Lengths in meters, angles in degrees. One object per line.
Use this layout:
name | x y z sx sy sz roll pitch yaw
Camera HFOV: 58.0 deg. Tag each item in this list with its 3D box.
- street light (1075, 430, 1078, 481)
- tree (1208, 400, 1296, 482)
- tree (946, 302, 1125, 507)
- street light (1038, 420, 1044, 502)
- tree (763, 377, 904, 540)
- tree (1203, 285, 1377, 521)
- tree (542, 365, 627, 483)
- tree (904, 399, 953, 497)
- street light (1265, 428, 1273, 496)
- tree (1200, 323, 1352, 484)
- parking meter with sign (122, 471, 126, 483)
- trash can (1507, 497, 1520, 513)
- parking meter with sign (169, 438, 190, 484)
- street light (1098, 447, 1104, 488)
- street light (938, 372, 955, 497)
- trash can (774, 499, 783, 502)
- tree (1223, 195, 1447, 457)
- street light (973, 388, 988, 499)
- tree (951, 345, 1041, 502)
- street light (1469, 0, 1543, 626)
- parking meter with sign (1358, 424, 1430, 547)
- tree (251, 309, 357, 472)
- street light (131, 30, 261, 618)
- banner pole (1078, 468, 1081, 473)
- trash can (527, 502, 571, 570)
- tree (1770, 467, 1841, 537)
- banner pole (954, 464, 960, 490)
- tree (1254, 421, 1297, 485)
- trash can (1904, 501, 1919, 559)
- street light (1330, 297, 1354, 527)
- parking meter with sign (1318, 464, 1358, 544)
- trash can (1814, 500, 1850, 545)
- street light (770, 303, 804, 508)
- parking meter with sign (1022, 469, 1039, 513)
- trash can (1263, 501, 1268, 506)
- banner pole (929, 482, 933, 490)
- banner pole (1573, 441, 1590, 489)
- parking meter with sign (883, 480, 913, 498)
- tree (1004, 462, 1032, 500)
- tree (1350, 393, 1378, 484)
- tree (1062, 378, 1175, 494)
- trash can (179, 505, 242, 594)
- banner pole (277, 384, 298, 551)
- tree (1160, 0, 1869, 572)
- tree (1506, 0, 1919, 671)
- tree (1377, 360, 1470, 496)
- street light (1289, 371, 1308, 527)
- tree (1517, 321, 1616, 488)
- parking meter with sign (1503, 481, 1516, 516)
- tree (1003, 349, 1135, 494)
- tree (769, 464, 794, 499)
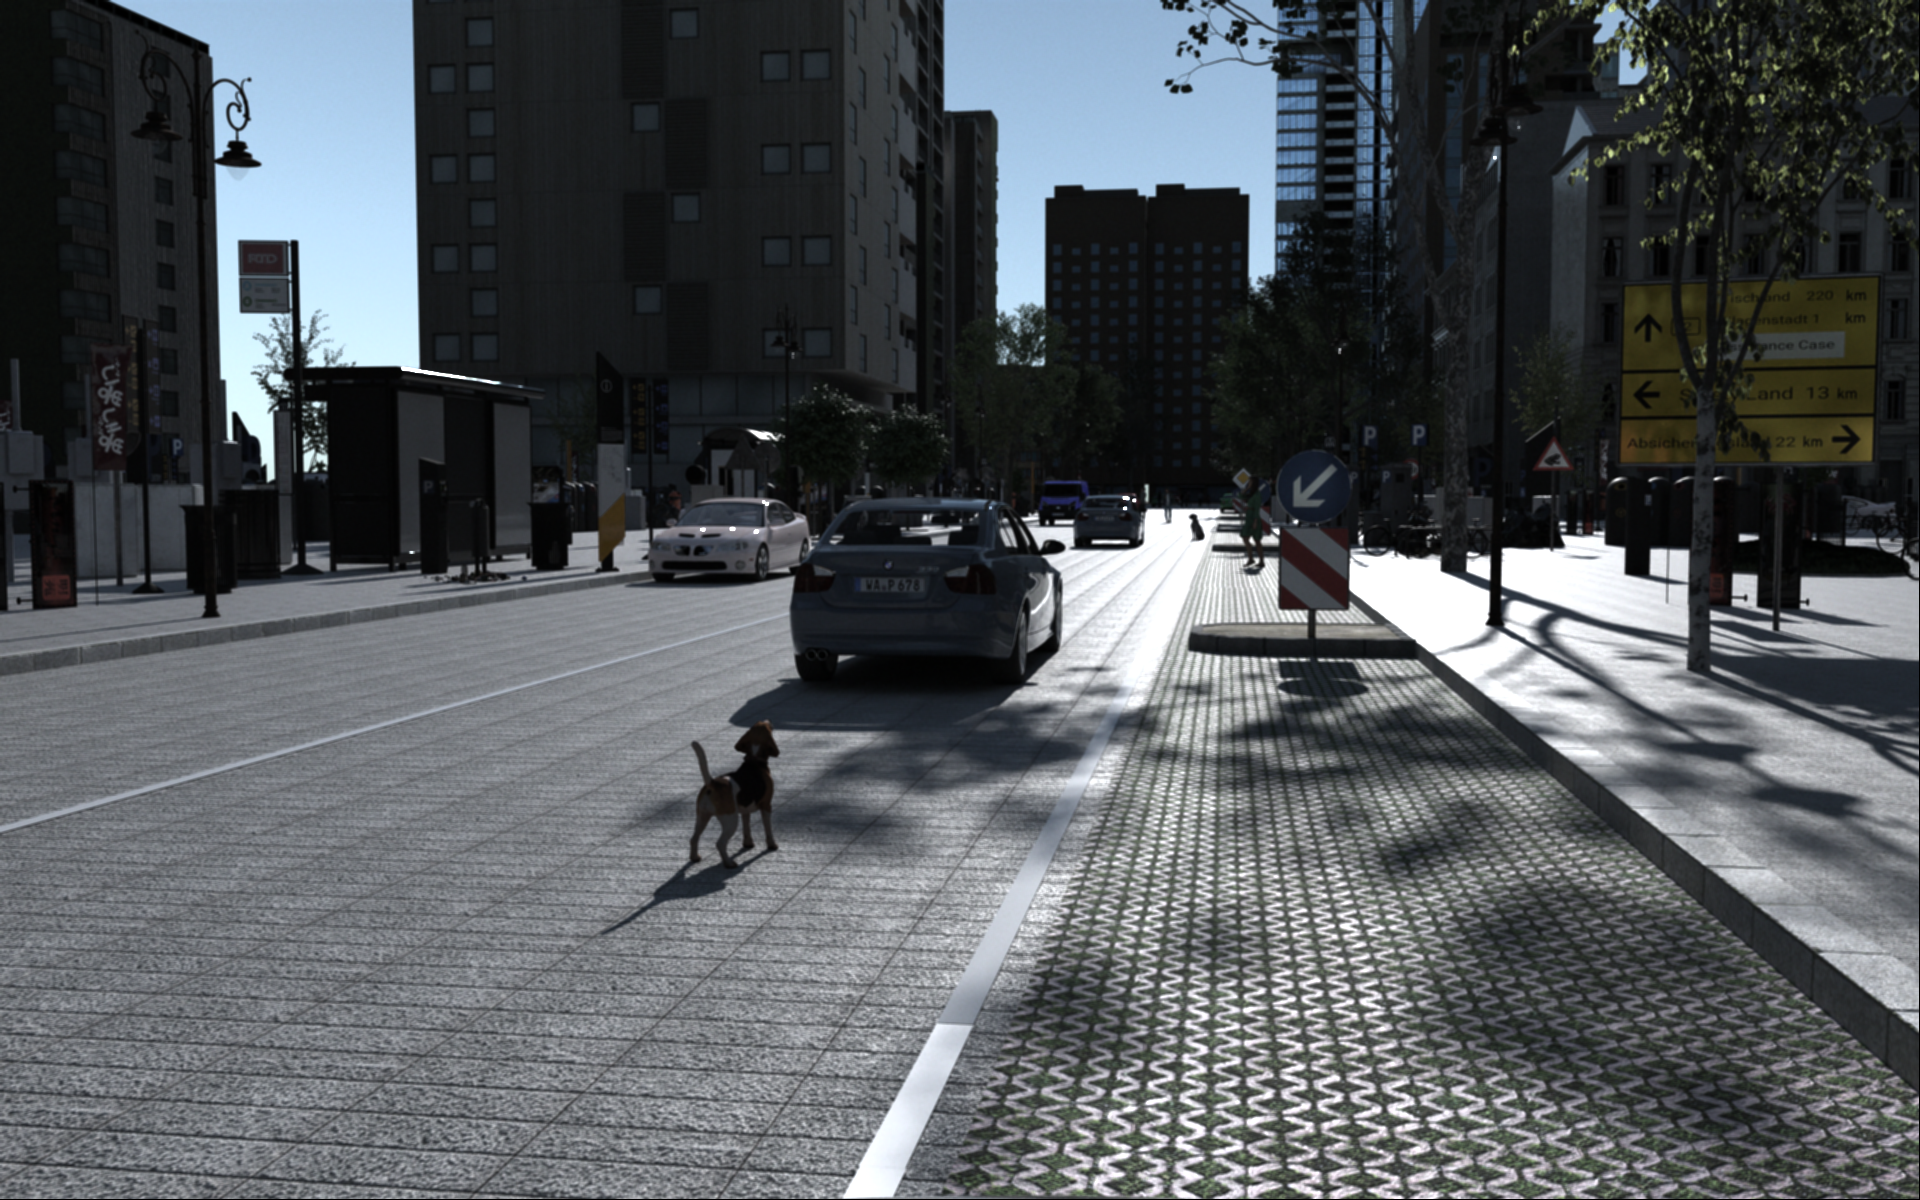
street light | 8.284 -9.206 123.298 0.468 5.910 1.993 1 4 9
tree | 29.188 -15.315 167.412 9.611 12.733 9.660 0 3 0
tree | 2.822 -10.229 93.006 9.928 11.665 9.643 0 3 0
street light | 4.643 -7.725 99.085 0.468 5.910 1.993 1 4 9
tree | -3.841 -3.974 48.689 4.285 4.588 4.351 0 3 0
tree | 17.889 -10.140 91.547 9.928 11.665 9.643 0 3 0
tree | -20.723 -8.915 96.126 4.737 8.622 4.395 0 3 0
tree | -1.892 -4.670 60.063 4.285 4.588 4.351 0 3 0
street light | 17.805 -7.701 98.694 0.468 5.910 1.993 1 4 9
tree | 20.931 -12.656 113.573 9.857 13.997 8.962 0 3 0
parking meter with sign | -47.134 -6.107 96.105 1.738 3.016 0.543 0 4 4
trash can | 27.830 -4.605 86.947 0.748 1.137 0.748 0 3 0
parking meter with sign | -23.693 -3.533 54.023 1.738 3.016 0.543 1 4 14
street light | 11.944 -10.677 147.348 0.468 5.910 1.993 1 4 9
street light | -0.526 -5.695 65.900 0.468 5.910 1.993 1 4 9
trash can | -5.091 -2.120 46.320 0.748 1.137 0.748 0 3 0
tree | 11.749 -7.343 54.473 7.601 10.594 8.767 1 4 19
street light | 0.897 -6.268 75.269 0.468 5.910 1.993 1 4 9
tree | 1.810 -8.219 84.735 4.737 8.622 4.395 0 3 0
street light | 5.236 -2.690 16.775 0.468 5.910 1.993 1 4 9
parking meter with sign | 10.723 -2.840 42.690 1.738 3.016 0.543 -2 4 -31
tree | -25.637 -7.203 68.131 4.737 8.622 4.395 0 3 0
street light | -7.814 -2.759 17.897 0.468 5.910 1.993 1 4 9
banner pole | 10.082 -9.559 146.302 0.401 3.779 0.863 -1 4 -18
trash can | -6.955 -1.082 29.350 0.748 1.137 0.748 0 3 0
tree | 22.189 -3.124 45.677 1.663 3.219 1.824 0 3 0
banner pole | -0.258 -9.401 143.718 0.401 3.779 0.863 -3 5 -42
tree | 23.274 -10.940 129.230 4.737 8.622 4.395 0 3 0
trash can | 19.170 -1.394 34.438 0.748 1.137 0.748 0 3 0
street light | 8.939 -4.153 40.689 0.468 5.910 1.993 1 4 9
parking meter with sign | 9.894 -2.949 44.473 0.543 3.016 1.738 -2 4 -30
trash can | 20.041 -1.724 39.841 0.748 1.137 0.748 0 3 0
street light | -4.190 -4.238 42.072 0.468 5.910 1.993 1 4 9
parking meter with sign | 4.629 -7.590 120.355 1.738 3.016 0.543 0 4 7
trash can | 19.070 -5.846 107.235 0.748 1.137 0.748 0 3 0
banner pole | -2.118 -8.613 130.832 0.863 3.779 0.401 2 4 25
banner pole | 29.395 -5.613 81.789 0.863 3.779 0.401 3 4 36
parking meter with sign | -2.948 -5.019 78.325 1.738 3.016 0.543 1 4 13
tree | 3.435 -6.547 101.637 1.663 3.219 1.824 0 3 0
tree | 29.748 -10.440 121.052 4.737 8.622 4.395 0 3 0
tree | 15.839 -16.495 180.060 12.009 13.543 11.850 0 3 0
trash can | -9.690 -0.658 22.417 0.748 1.137 0.748 0 3 0
banner pole | -15.358 -3.032 39.590 0.863 3.779 0.401 3 5 42
tree | 8.332 -10.621 29.535 12.611 20.169 13.585 0 3 0
tree | 5.619 -3.790 12.326 4.360 8.622 3.978 0 3 0
tree | 24.923 -8.733 93.150 4.737 8.622 4.395 0 3 0
street light | 12.726 -5.627 64.782 0.468 5.910 1.993 1 4 9
tree | 25.221 -7.493 72.865 4.737 8.622 4.395 0 3 0
parking meter with sign | 31.438 -6.286 99.033 1.738 3.016 0.543 1 4 22
tree | 6.434 -10.898 112.596 8.767 10.594 7.601 2 4 24
tree | -9.794 -6.515 101.128 1.663 3.219 1.824 0 3 0
